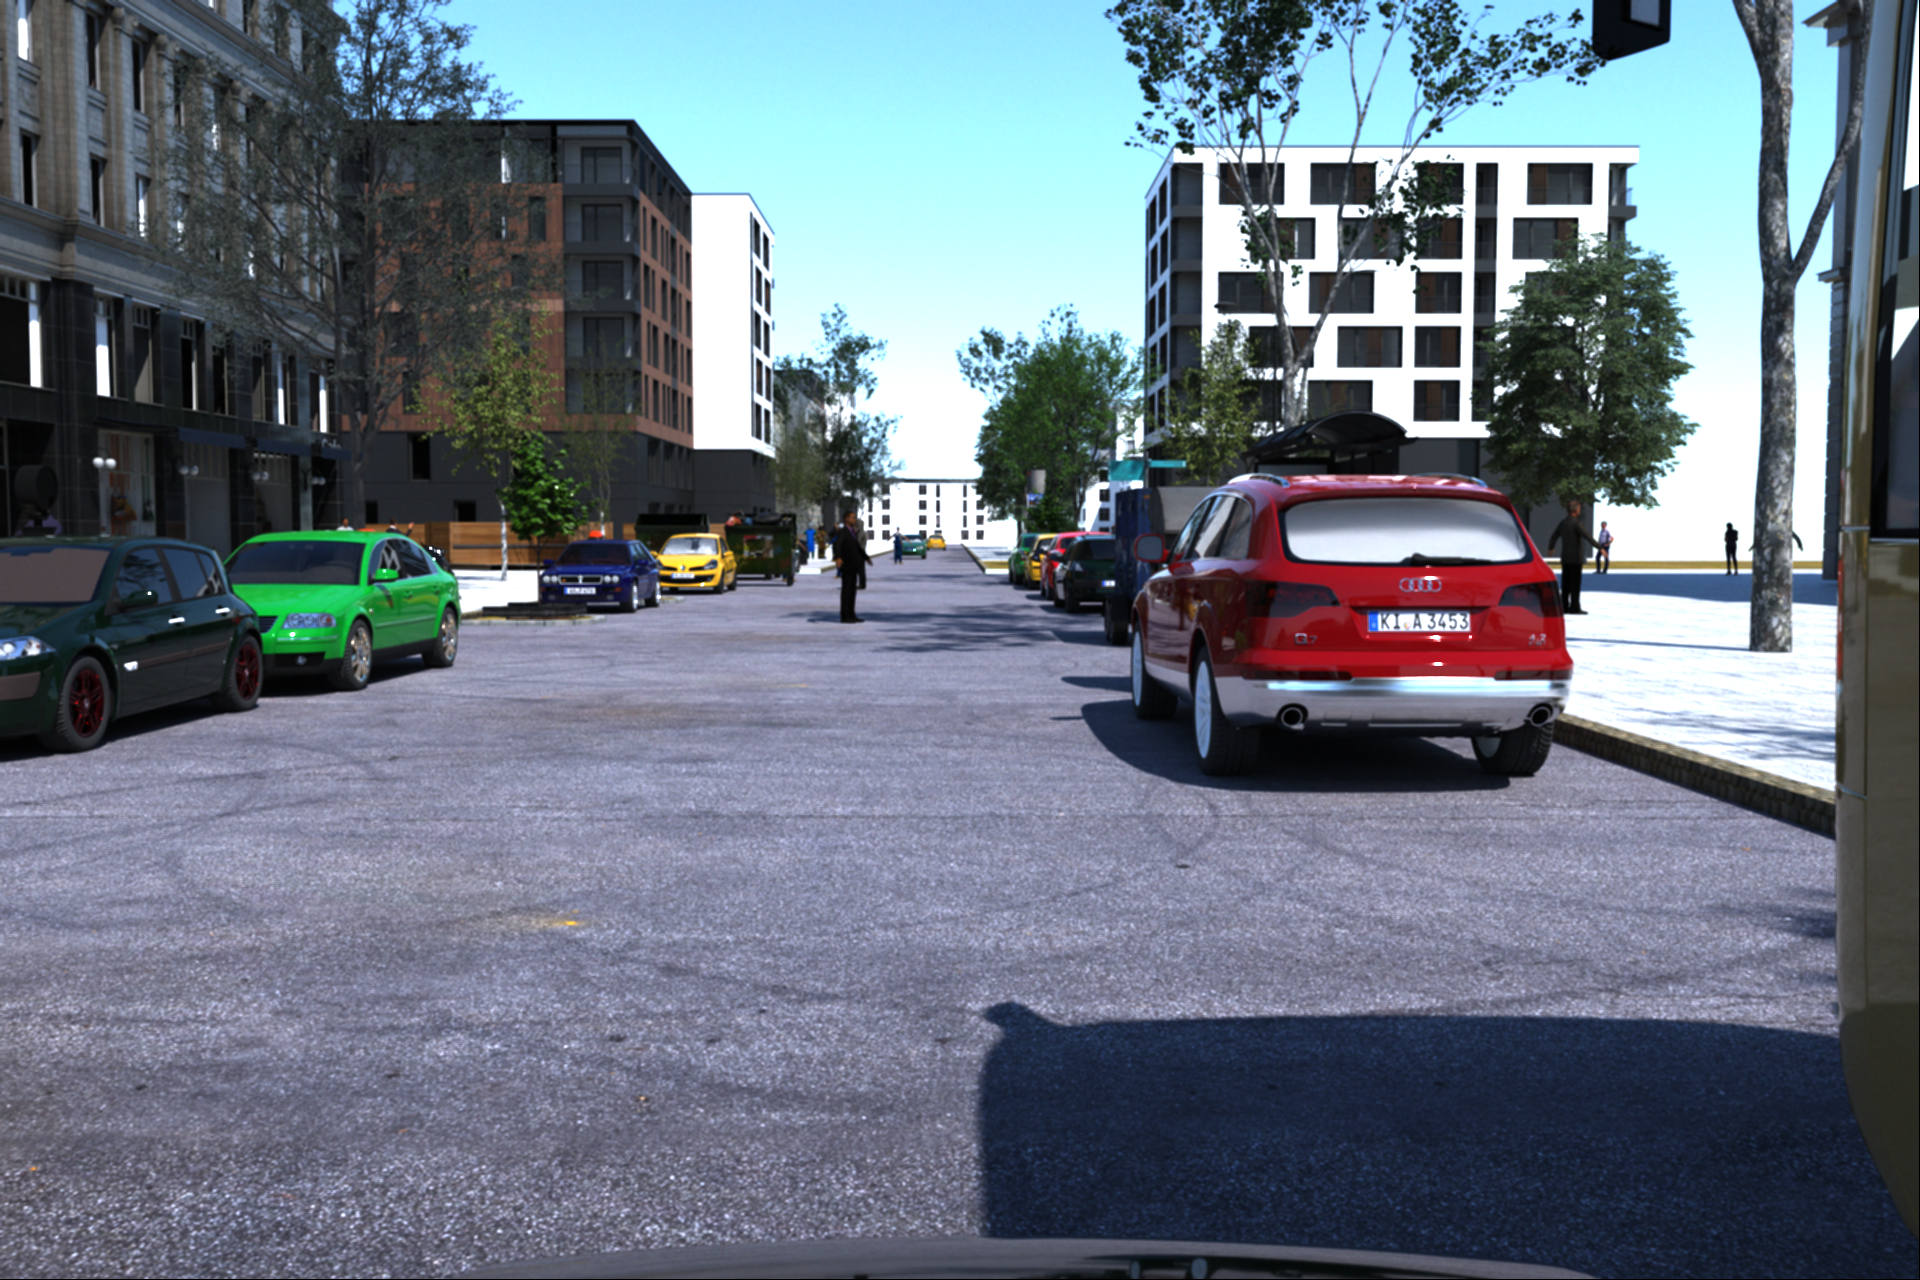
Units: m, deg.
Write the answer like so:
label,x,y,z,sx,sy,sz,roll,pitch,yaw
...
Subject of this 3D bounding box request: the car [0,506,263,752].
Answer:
label,x,y,z,sx,sy,sz,roll,pitch,yaw
car,-6.588,-0.172,12.599,2.009,1.686,4.222,0,3,0

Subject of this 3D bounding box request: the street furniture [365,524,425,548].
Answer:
label,x,y,z,sx,sy,sz,roll,pitch,yaw
street furniture,-25.515,-4.338,77.777,9.812,1.723,11.010,0,4,-8

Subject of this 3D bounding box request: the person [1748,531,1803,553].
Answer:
label,x,y,z,sx,sy,sz,roll,pitch,yaw
person,16.514,-1.724,35.025,1.217,1.735,0.721,-1,4,-11

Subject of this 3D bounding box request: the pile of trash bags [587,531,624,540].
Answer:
label,x,y,z,sx,sy,sz,roll,pitch,yaw
pile of trash bags,-10.608,-2.580,51.941,1.912,1.369,3.447,0,4,-1

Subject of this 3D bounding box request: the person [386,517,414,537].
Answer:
label,x,y,z,sx,sy,sz,roll,pitch,yaw
person,-14.771,-2.377,45.712,0.742,1.727,0.445,-1,4,-10

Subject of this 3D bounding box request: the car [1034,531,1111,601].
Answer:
label,x,y,z,sx,sy,sz,roll,pitch,yaw
car,2.749,-1.816,38.740,2.155,1.783,4.494,0,3,0

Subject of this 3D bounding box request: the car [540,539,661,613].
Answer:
label,x,y,z,sx,sy,sz,roll,pitch,yaw
car,-6.753,-1.226,32.628,1.945,1.354,3.894,0,4,0

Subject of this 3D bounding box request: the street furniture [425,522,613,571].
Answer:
label,x,y,z,sx,sy,sz,roll,pitch,yaw
street furniture,-15.998,-3.611,65.888,9.812,1.723,11.010,-3,5,-45

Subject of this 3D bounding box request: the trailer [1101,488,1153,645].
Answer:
label,x,y,z,sx,sy,sz,roll,pitch,yaw
trailer,2.648,-1.002,23.429,1.471,1.999,3.904,0,4,-1

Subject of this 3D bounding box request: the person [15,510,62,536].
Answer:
label,x,y,z,sx,sy,sz,roll,pitch,yaw
person,-13.022,-1.093,24.361,0.568,1.767,0.683,1,4,21

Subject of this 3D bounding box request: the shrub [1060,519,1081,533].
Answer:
label,x,y,z,sx,sy,sz,roll,pitch,yaw
shrub,4.523,-4.230,73.581,1.690,2.028,1.600,0,3,0

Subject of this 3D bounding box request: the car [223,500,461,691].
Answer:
label,x,y,z,sx,sy,sz,roll,pitch,yaw
car,-6.350,-0.514,17.204,1.959,1.807,4.718,0,4,0

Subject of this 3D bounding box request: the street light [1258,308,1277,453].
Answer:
label,x,y,z,sx,sy,sz,roll,pitch,yaw
street light,6.863,-3.810,34.832,1.470,5.913,1.316,0,4,0

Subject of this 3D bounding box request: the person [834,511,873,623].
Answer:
label,x,y,z,sx,sy,sz,roll,pitch,yaw
person,-1.763,-1.178,27.942,0.704,1.802,1.346,1,4,20

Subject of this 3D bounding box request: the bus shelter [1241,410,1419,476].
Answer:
label,x,y,z,sx,sy,sz,roll,pitch,yaw
bus shelter,6.478,-2.272,31.072,2.014,3.302,5.546,0,3,0

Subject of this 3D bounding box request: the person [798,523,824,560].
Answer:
label,x,y,z,sx,sy,sz,roll,pitch,yaw
person,-7.545,-4.966,87.323,1.347,1.817,0.704,0,4,-1

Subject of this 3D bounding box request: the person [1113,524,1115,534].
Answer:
label,x,y,z,sx,sy,sz,roll,pitch,yaw
person,7.628,-4.818,85.039,0.705,1.796,1.348,-1,4,-9

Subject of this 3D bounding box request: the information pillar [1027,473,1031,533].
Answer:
label,x,y,z,sx,sy,sz,roll,pitch,yaw
information pillar,3.184,-5.162,73.780,0.750,3.857,0.750,0,4,-1

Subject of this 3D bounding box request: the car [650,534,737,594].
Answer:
label,x,y,z,sx,sy,sz,roll,pitch,yaw
car,-6.499,-1.969,42.423,2.015,1.641,3.980,0,4,-1

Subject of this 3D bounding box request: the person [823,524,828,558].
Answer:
label,x,y,z,sx,sy,sz,roll,pitch,yaw
person,-7.200,-5.195,91.076,1.345,1.843,0.704,2,4,31

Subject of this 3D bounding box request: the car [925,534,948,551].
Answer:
label,x,y,z,sx,sy,sz,roll,pitch,yaw
car,-2.097,-8.686,152.235,2.015,1.641,3.980,0,3,0

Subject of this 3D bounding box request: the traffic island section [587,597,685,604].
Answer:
label,x,y,z,sx,sy,sz,roll,pitch,yaw
traffic island section,-6.831,-0.823,36.326,1.991,0.108,1.994,0,3,0

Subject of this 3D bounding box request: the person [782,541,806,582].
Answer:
label,x,y,z,sx,sy,sz,roll,pitch,yaw
person,-5.173,-2.684,52.203,0.705,1.847,1.347,3,4,38

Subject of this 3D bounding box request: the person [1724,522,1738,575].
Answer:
label,x,y,z,sx,sy,sz,roll,pitch,yaw
person,24.033,-2.843,54.000,0.415,1.643,0.593,3,5,44

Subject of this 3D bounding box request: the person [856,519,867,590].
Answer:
label,x,y,z,sx,sy,sz,roll,pitch,yaw
person,-2.599,-2.221,44.895,0.705,1.813,1.348,1,4,9

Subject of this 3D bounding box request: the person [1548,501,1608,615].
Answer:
label,x,y,z,sx,sy,sz,roll,pitch,yaw
person,9.831,-1.319,27.746,0.705,1.807,1.348,-1,4,-20

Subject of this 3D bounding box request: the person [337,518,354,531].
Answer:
label,x,y,z,sx,sy,sz,roll,pitch,yaw
person,-19.934,-3.062,56.226,1.344,1.810,0.704,-2,4,-35

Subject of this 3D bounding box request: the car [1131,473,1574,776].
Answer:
label,x,y,z,sx,sy,sz,roll,pitch,yaw
car,2.407,-0.193,11.827,2.281,1.827,5.304,0,4,-1

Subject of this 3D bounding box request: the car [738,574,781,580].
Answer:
label,x,y,z,sx,sy,sz,roll,pitch,yaw
car,-6.715,-2.760,55.345,2.015,1.641,3.980,0,4,0

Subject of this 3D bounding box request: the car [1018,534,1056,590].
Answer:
label,x,y,z,sx,sy,sz,roll,pitch,yaw
car,2.563,-2.157,45.493,2.015,1.641,3.980,0,3,0

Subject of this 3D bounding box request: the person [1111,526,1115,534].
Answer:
label,x,y,z,sx,sy,sz,roll,pitch,yaw
person,8.811,-5.747,100.762,0.721,1.733,1.217,2,4,31

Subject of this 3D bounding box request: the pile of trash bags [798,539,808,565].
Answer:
label,x,y,z,sx,sy,sz,roll,pitch,yaw
pile of trash bags,-7.255,-3.785,71.642,1.912,1.369,3.447,0,4,0

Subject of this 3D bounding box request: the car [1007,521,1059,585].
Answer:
label,x,y,z,sx,sy,sz,roll,pitch,yaw
car,2.363,-2.520,49.992,1.959,1.807,4.718,0,4,-2

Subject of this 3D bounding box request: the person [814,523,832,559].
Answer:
label,x,y,z,sx,sy,sz,roll,pitch,yaw
person,-7.135,-5.106,89.243,0.705,1.858,1.354,3,5,42

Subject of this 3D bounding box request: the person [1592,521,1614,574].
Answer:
label,x,y,z,sx,sy,sz,roll,pitch,yaw
person,20.841,-3.007,56.138,0.436,1.711,0.756,0,4,-7

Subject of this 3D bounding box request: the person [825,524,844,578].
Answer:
label,x,y,z,sx,sy,sz,roll,pitch,yaw
person,-3.928,-2.889,56.154,0.721,1.772,1.216,3,5,39

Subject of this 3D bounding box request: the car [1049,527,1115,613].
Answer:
label,x,y,z,sx,sy,sz,roll,pitch,yaw
car,2.725,-1.402,32.711,2.009,1.686,4.222,0,4,-1

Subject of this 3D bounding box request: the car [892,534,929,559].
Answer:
label,x,y,z,sx,sy,sz,roll,pitch,yaw
car,-2.869,-5.423,100.460,2.131,1.459,4.920,0,4,0

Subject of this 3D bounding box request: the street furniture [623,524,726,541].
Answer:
label,x,y,z,sx,sy,sz,roll,pitch,yaw
street furniture,-13.439,-4.203,75.577,9.812,1.723,11.010,0,4,-2

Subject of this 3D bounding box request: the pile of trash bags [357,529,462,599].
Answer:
label,x,y,z,sx,sy,sz,roll,pitch,yaw
pile of trash bags,-10.624,-1.389,32.465,1.912,1.369,3.447,0,4,-1

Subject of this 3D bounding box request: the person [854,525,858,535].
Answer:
label,x,y,z,sx,sy,sz,roll,pitch,yaw
person,-5.820,-5.541,96.784,1.347,1.806,0.705,1,4,9

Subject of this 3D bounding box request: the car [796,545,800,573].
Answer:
label,x,y,z,sx,sy,sz,roll,pitch,yaw
car,-6.780,-3.245,62.844,2.009,1.686,4.222,0,4,0

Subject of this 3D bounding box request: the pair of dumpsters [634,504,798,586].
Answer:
label,x,y,z,sx,sy,sz,roll,pitch,yaw
pair of dumpsters,-6.712,-2.620,47.780,4.436,2.255,1.574,0,3,0
